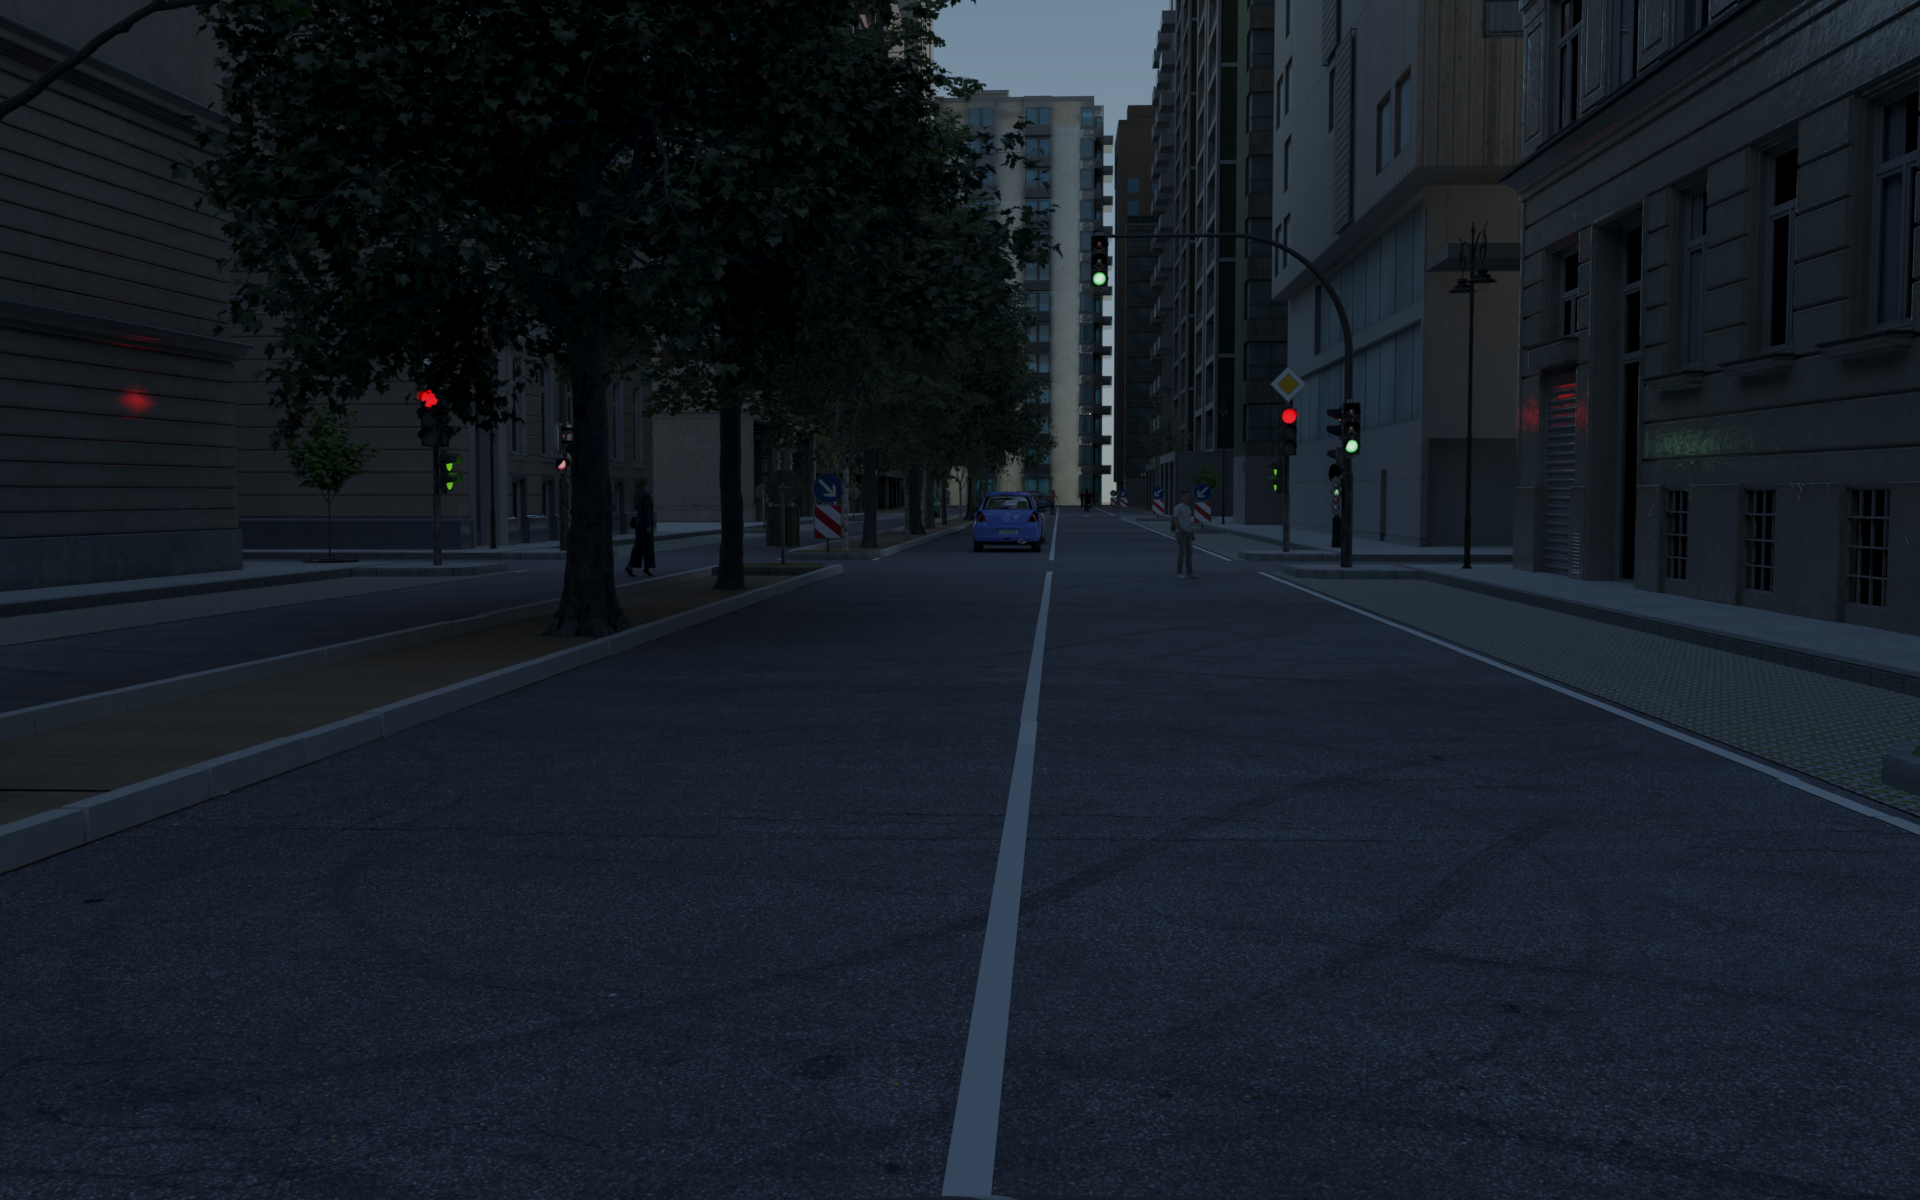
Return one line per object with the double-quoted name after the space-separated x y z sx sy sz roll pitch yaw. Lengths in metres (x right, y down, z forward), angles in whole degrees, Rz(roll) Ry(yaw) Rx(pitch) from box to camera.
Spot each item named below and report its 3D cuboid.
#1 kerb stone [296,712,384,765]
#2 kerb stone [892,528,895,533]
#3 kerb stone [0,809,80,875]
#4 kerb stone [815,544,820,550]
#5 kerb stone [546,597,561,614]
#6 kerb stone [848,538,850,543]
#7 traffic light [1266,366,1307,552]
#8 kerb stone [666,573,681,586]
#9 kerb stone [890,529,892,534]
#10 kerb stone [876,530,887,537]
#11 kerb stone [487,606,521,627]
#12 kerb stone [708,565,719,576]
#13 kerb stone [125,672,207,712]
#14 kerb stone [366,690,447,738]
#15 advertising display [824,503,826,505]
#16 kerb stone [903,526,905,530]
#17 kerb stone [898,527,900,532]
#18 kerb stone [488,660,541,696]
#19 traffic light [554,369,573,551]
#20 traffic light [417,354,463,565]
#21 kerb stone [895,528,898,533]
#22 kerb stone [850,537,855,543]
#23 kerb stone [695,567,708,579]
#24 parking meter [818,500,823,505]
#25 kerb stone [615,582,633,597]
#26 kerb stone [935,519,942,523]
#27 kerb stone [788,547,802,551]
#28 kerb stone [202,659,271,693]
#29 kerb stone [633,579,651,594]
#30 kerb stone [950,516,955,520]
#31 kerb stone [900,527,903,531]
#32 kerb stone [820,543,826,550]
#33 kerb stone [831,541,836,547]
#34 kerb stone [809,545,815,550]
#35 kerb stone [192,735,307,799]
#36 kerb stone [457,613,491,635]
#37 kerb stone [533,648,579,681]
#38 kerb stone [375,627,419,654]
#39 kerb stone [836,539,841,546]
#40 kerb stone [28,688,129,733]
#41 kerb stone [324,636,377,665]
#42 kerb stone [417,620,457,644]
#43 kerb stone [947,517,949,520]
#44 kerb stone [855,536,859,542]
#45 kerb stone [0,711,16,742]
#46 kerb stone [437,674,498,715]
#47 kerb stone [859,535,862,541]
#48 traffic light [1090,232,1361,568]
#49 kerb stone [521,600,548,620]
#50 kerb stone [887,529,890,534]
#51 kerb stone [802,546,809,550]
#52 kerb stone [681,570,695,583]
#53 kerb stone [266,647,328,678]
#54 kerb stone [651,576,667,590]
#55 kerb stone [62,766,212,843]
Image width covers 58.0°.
-3.481 0.774 9.651 0.120 0.150 1.000 0 4 3 "kerb stone"
-2.545 -2.464 62.487 0.120 0.150 1.000 0 4 3 "kerb stone"
-3.665 0.959 6.572 0.120 0.150 1.000 0 4 3 "kerb stone"
-3.660 -1.273 43.048 0.120 0.150 1.000 0 4 3 "kerb stone"
-4.931 0.072 21.011 0.120 0.150 1.000 0 4 3 "kerb stone"
-3.310 -1.650 49.188 0.120 0.150 1.000 0 4 3 "kerb stone"
7.191 -3.013 38.177 0.839 4.253 0.868 0 4 3 "traffic light"
-4.577 -0.302 27.136 0.120 0.150 1.000 0 4 3 "kerb stone"
-2.600 -2.399 61.463 0.120 0.150 1.000 0 4 3 "kerb stone"
-2.713 -2.277 59.421 0.120 0.150 1.000 0 4 3 "kerb stone"
-5.049 0.198 18.962 0.120 0.150 1.000 0 4 3 "kerb stone"
-4.399 -0.490 30.203 0.120 0.150 1.000 0 4 3 "kerb stone"
-5.460 0.635 11.808 0.120 0.150 1.000 0 4 3 "kerb stone"
-3.418 0.704 10.682 0.120 0.150 1.000 0 4 3 "kerb stone"
-7.302 -5.453 94.373 0.123 1.923 0.974 -1 4 -11 "advertising display"
-2.308 -2.711 66.582 0.120 0.150 1.000 0 4 3 "kerb stone"
-2.420 -2.590 64.534 0.120 0.150 1.000 0 4 3 "kerb stone"
-3.306 0.582 12.733 0.120 0.150 1.000 0 4 3 "kerb stone"
-6.851 -3.935 39.003 4.771 5.953 1.251 0 4 3 "traffic light"
-9.404 -2.581 31.116 0.839 4.253 0.868 0 4 3 "traffic light"
-2.488 -2.521 63.510 0.120 0.150 1.000 0 4 3 "kerb stone"
-3.250 -1.713 50.209 0.120 0.150 1.000 0 4 3 "kerb stone"
-4.457 -0.427 29.183 0.120 0.150 1.000 0 4 3 "kerb stone"
-9.101 -6.411 113.236 0.372 1.533 0.369 0 3 0 "parking meter"
-4.762 -0.115 24.072 0.120 0.150 1.000 0 4 3 "kerb stone"
-1.068 -4.031 88.104 0.120 0.150 1.000 0 4 3 "kerb stone"
-3.838 -1.087 39.974 0.120 0.150 1.000 0 4 3 "kerb stone"
-5.412 0.575 12.829 0.120 0.150 1.000 0 4 3 "kerb stone"
-4.692 -0.177 25.092 0.120 0.150 1.000 0 4 3 "kerb stone"
-0.534 -4.590 97.306 0.120 0.150 1.000 0 4 3 "kerb stone"
-2.363 -2.652 65.555 0.120 0.150 1.000 0 4 3 "kerb stone"
-3.602 -1.338 44.073 0.120 0.150 1.000 0 4 3 "kerb stone"
-3.485 -1.464 46.126 0.120 0.150 1.000 0 4 3 "kerb stone"
-3.719 -1.213 42.023 0.120 0.150 1.000 0 4 3 "kerb stone"
-3.542 0.830 8.627 0.120 0.150 1.000 0 4 3 "kerb stone"
-5.105 0.273 17.942 0.120 0.150 1.000 0 4 3 "kerb stone"
-3.247 0.522 13.753 0.120 0.150 1.000 0 4 3 "kerb stone"
-5.230 0.387 15.889 0.120 0.150 1.000 0 4 3 "kerb stone"
-3.430 -1.524 47.147 0.120 0.150 1.000 0 4 3 "kerb stone"
-5.517 0.698 10.787 0.120 0.150 1.000 0 4 3 "kerb stone"
-5.283 0.450 14.869 0.120 0.150 1.000 0 4 3 "kerb stone"
-5.169 0.323 16.916 0.120 0.150 1.000 0 4 3 "kerb stone"
-0.824 -4.280 92.194 0.120 0.150 1.000 0 4 3 "kerb stone"
-3.186 -1.775 51.237 0.120 0.150 1.000 0 4 3 "kerb stone"
-5.573 0.760 9.762 0.120 0.150 1.000 0 4 3 "kerb stone"
-3.359 0.643 11.702 0.120 0.150 1.000 0 4 3 "kerb stone"
-3.126 -1.839 52.258 0.120 0.150 1.000 0 4 3 "kerb stone"
4.638 -3.395 30.184 4.771 5.953 1.251 0 4 3 "traffic light"
-4.991 0.137 19.982 0.120 0.150 1.000 0 4 3 "kerb stone"
-2.655 -2.336 60.442 0.120 0.150 1.000 0 4 3 "kerb stone"
-3.778 -1.147 40.998 0.120 0.150 1.000 0 4 3 "kerb stone"
-4.517 -0.365 28.157 0.120 0.150 1.000 0 4 3 "kerb stone"
-5.348 0.514 13.849 0.120 0.150 1.000 0 4 3 "kerb stone"
-4.637 -0.240 26.116 0.120 0.150 1.000 0 4 3 "kerb stone"
-3.603 0.894 7.607 0.120 0.150 1.000 0 4 3 "kerb stone"
